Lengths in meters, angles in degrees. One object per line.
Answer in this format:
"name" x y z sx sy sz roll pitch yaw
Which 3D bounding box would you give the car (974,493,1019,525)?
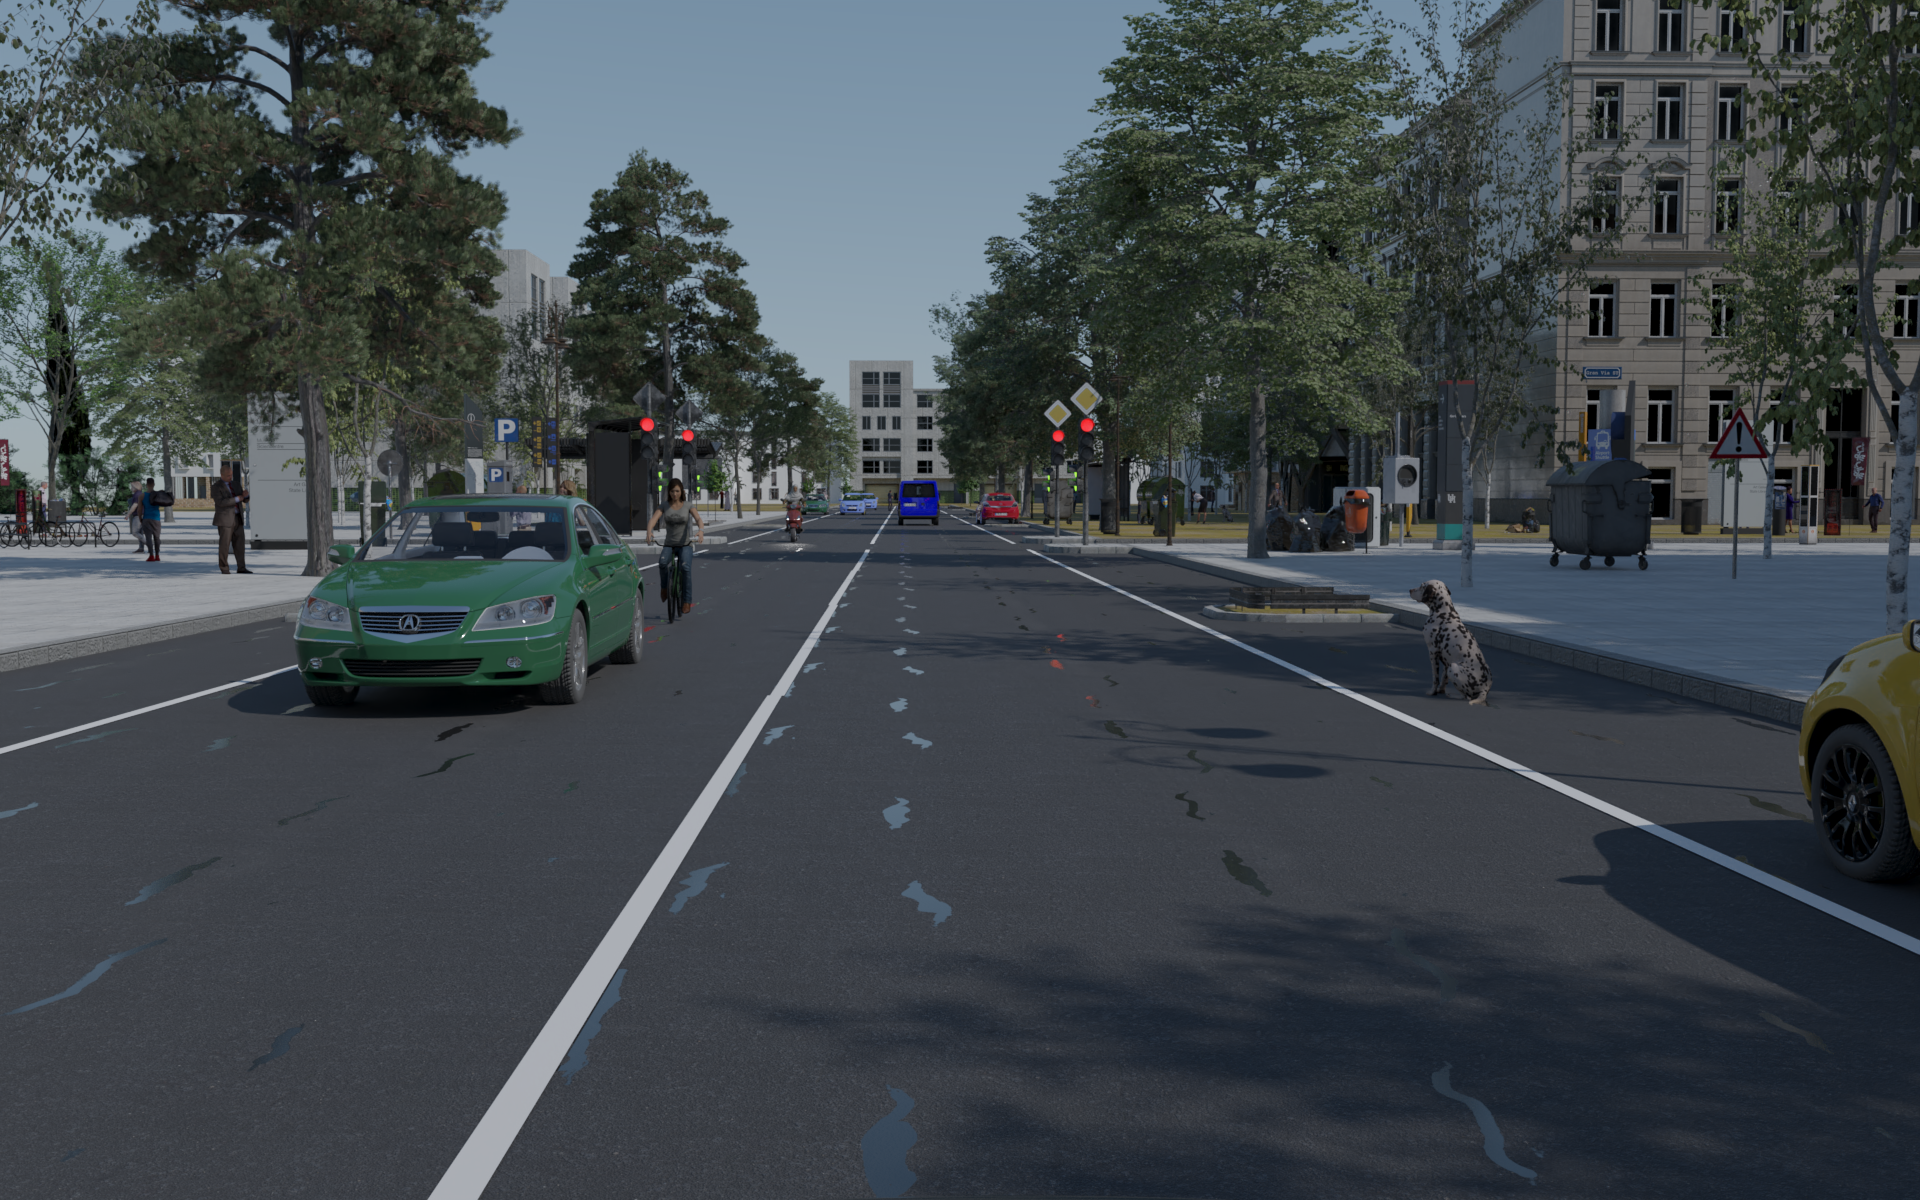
"car" 1.748 -4.459 81.952 2.155 1.783 4.494 0 4 -4

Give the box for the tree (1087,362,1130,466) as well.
"tree" 8.355 -8.538 89.964 4.737 8.622 4.395 0 3 0

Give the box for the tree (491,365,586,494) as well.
"tree" -22.715 -8.667 92.061 4.737 8.622 4.395 0 3 0

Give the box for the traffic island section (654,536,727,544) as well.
"traffic island section" -7.942 -1.748 50.863 2.009 0.180 2.903 0 4 -2

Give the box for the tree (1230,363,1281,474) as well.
"tree" 16.312 -8.345 86.806 4.360 8.622 3.978 0 3 0

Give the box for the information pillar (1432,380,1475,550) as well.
"information pillar" 11.362 -3.081 39.745 0.750 3.857 0.750 0 4 -2

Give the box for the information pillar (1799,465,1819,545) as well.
"information pillar" 21.487 -2.406 43.837 0.304 2.012 0.304 -1 4 -19

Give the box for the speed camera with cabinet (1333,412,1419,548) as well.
"speed camera with cabinet" 10.008 -2.892 41.614 2.038 3.252 0.660 -1 4 -19

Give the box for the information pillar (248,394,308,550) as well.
"information pillar" -15.458 -2.964 39.770 1.656 3.620 0.184 0 4 -5

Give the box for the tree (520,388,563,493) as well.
"tree" -27.709 -9.860 111.579 4.360 8.622 3.978 0 3 0

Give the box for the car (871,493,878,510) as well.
"car" -8.314 -8.931 155.612 1.945 1.707 3.694 0 4 -3

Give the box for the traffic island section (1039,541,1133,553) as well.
"traffic island section" 3.154 -1.281 43.231 2.009 0.180 2.903 0 4 -2

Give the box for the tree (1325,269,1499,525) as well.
"tree" 18.685 -8.422 72.105 7.601 10.594 8.767 1 4 9

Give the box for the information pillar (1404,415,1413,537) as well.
"information pillar" 13.357 -3.675 51.444 0.183 3.616 0.504 2 4 24

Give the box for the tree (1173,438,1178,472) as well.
"tree" 11.860 -10.004 113.926 4.360 8.622 3.978 0 3 0

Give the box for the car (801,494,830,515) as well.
"car" -10.031 -6.609 119.854 2.131 1.459 4.920 0 4 -2

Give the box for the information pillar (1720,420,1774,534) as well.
"information pillar" 25.076 -3.906 55.186 1.656 3.620 0.184 -1 4 -9

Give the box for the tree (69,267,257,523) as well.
"tree" -35.487 -9.719 77.031 7.486 12.596 7.792 0 3 0

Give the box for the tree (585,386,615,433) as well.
"tree" -21.704 -9.661 108.325 4.360 8.622 3.978 0 3 0

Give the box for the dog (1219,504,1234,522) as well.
"dog" 12.273 -3.949 78.939 0.800 0.831 0.513 3 5 40

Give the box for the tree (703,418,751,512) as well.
"tree" -16.185 -10.468 121.520 4.360 8.622 3.978 0 3 0

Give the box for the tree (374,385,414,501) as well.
"tree" -39.076 -10.529 122.513 4.360 8.622 3.978 0 3 0

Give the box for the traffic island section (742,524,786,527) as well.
"traffic island section" -8.426 -3.229 75.665 1.991 0.108 1.994 0 4 -2

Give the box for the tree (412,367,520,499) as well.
"tree" -24.949 -8.393 87.596 4.360 8.622 3.978 0 3 0

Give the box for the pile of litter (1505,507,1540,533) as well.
"pile of litter" 18.539 -2.649 57.271 1.719 0.858 1.176 -3 4 -37

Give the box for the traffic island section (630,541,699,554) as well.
"traffic island section" -7.681 -1.260 42.883 2.009 0.180 2.903 0 4 -2

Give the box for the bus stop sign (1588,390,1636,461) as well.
"bus stop sign" 16.521 -3.360 43.949 0.837 3.901 0.837 -3 5 -40

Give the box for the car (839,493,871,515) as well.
"car" -7.316 -6.660 118.474 1.945 1.707 3.694 0 4 -1

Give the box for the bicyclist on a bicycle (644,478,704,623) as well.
"bicyclist on a bicycle" -3.216 -0.587 19.620 1.499 1.676 1.625 0 4 -4

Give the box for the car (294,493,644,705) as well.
"car" -3.566 -0.091 13.286 2.131 1.459 4.920 0 4 -2

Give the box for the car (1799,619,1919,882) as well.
"car" 4.195 0.302 5.286 2.015 1.641 3.980 0 4 -2

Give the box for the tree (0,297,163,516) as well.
"tree" -57.296 -12.333 103.465 18.604 14.587 13.155 2 4 26

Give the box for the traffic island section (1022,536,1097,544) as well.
"traffic island section" 2.893 -1.769 51.212 2.009 0.180 2.903 0 4 -2

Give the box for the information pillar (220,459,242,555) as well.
"information pillar" -15.495 -1.980 36.859 0.304 2.012 0.304 1 4 20

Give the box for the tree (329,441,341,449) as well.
"tree" -35.126 -10.328 86.995 7.486 12.596 7.792 0 3 0

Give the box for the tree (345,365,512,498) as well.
"tree" -31.384 -11.666 101.115 12.009 13.543 11.850 0 3 0

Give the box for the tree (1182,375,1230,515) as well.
"tree" 16.831 -9.878 111.864 4.360 8.622 3.978 0 3 0

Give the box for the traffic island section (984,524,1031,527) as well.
"traffic island section" 2.071 -3.269 76.313 1.991 0.108 1.994 0 4 -2

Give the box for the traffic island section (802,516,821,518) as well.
"traffic island section" -9.344 -4.932 103.505 1.991 0.108 1.994 0 4 -2

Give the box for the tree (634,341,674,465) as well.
"tree" -21.655 -11.759 114.320 6.751 12.117 7.091 0 3 0

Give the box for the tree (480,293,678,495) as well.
"tree" -18.460 -8.899 79.911 8.767 10.594 7.601 0 4 6

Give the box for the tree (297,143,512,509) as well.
"tree" -20.122 -9.451 61.952 7.806 13.903 7.818 0 3 0

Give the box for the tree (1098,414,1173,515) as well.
"tree" 10.429 -9.600 107.318 4.360 8.622 3.978 0 3 0

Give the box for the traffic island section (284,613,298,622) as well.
"traffic island section" -6.626 0.148 20.440 1.991 0.108 1.994 0 4 -2

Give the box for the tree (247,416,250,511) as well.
"tree" -27.196 -7.055 65.706 4.360 8.622 3.978 0 3 0

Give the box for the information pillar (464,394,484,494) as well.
"information pillar" -11.412 -3.015 40.646 0.183 3.616 0.504 2 4 35

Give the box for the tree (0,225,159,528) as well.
"tree" -34.527 -8.573 65.920 9.928 11.665 9.643 0 3 0

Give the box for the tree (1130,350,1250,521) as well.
"tree" 11.071 -8.080 82.464 4.737 8.622 4.395 0 3 0
